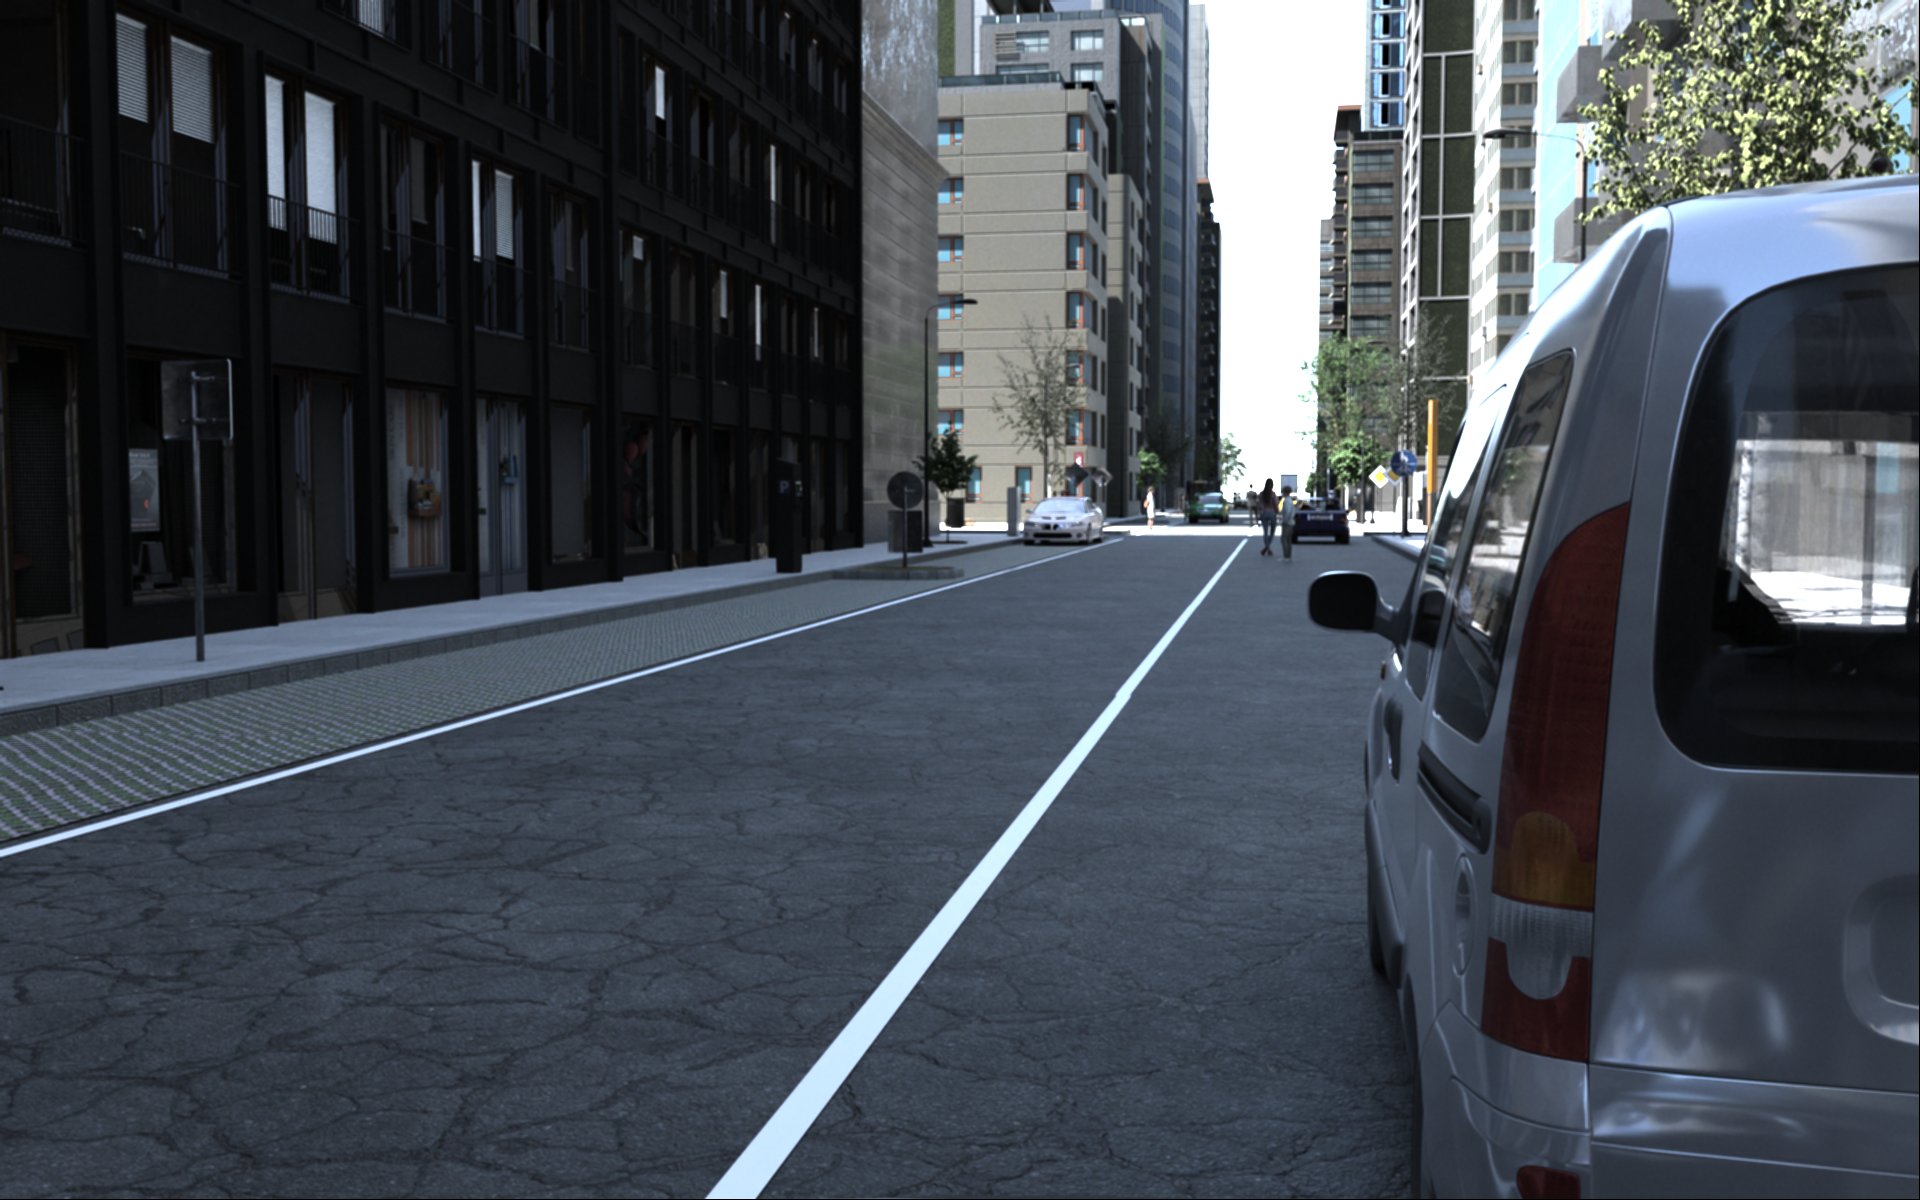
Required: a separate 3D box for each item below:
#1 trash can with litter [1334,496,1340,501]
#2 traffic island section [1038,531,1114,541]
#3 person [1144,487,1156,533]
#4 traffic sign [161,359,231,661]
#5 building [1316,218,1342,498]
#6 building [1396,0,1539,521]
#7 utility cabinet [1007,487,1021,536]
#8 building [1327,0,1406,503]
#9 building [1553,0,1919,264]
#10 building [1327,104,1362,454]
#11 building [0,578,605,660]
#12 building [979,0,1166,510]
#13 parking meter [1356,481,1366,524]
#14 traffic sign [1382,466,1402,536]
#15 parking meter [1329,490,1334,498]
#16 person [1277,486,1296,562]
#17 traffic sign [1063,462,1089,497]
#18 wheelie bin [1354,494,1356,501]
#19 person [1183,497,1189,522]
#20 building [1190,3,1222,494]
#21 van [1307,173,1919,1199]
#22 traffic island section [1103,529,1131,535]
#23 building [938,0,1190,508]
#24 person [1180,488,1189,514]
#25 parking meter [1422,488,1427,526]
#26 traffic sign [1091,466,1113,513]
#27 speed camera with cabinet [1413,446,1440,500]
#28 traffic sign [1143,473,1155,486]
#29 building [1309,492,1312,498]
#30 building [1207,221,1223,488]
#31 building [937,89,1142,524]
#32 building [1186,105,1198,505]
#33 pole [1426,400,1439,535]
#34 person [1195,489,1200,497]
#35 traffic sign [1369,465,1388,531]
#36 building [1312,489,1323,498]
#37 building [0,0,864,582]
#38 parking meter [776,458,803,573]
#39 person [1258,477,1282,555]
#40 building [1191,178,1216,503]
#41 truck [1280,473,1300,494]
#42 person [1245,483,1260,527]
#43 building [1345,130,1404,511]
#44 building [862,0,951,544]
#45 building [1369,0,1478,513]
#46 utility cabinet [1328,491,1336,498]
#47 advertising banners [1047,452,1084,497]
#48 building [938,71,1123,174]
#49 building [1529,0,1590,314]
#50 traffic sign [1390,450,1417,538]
[{"bbox_3d":[28.032,-7.129,127.942,1.055,1.170,0.624,2,4,28],"label":"trash can with litter"},{"bbox_3d":[3.600,-1.956,54.263,2.009,0.180,2.903,1,4,10],"label":"traffic island section"},{"bbox_3d":[7.092,-3.350,64.282,0.522,1.701,0.512,-1,4,-10],"label":"person"},{"bbox_3d":[-5.823,-0.678,13.217,0.606,2.300,0.079,1,4,15],"label":"traffic sign"},{"bbox_3d":[60.153,-35.065,256.901,14.154,41.232,14.086,1,4,10],"label":"building"},{"bbox_3d":[39.135,-24.136,86.512,32.217,40.220,23.993,1,4,10],"label":"building"},{"bbox_3d":[1.649,-2.720,53.155,0.318,1.500,1.173,0,4,8],"label":"utility cabinet"},{"bbox_3d":[46.171,-51.799,159.589,22.319,86.520,31.000,1,4,10],"label":"building"},{"bbox_3d":[24.386,-25.268,32.742,23.786,49.044,30.456,1,4,10],"label":"building"},{"bbox_3d":[52.142,-32.803,190.953,22.147,44.769,28.867,1,4,10],"label":"building"},{"bbox_3d":[-12.438,-11.524,18.095,12.332,23.373,15.834,1,4,10],"label":"building"},{"bbox_3d":[9.502,-28.180,144.329,14.154,41.232,14.086,1,4,10],"label":"building"},{"bbox_3d":[17.338,-4.233,74.925,0.255,1.863,0.399,-2,4,-31],"label":"parking meter"},{"bbox_3d":[13.153,-2.983,52.412,0.795,2.450,0.064,1,4,10],"label":"traffic sign"},{"bbox_3d":[25.355,-6.719,118.274,0.372,1.533,0.369,0,3,0],"label":"parking meter"},{"bbox_3d":[6.928,-1.614,36.692,0.330,1.601,0.589,2,4,34],"label":"person"},{"bbox_3d":[3.625,-3.092,54.197,0.795,2.450,0.064,1,4,10],"label":"traffic sign"},{"bbox_3d":[28.350,-7.027,122.796,0.693,1.594,0.980,0,4,-3],"label":"wheelie bin"},{"bbox_3d":[11.862,-4.743,90.297,0.590,1.304,0.306,-1,4,-14],"label":"person"},{"bbox_3d":[28.967,-50.233,259.553,20.563,71.187,20.611,1,4,10],"label":"building"},{"bbox_3d":[1.792,0.194,3.848,2.013,2.044,4.112,1,4,12],"label":"van"},{"bbox_3d":[5.060,-2.436,62.115,2.009,0.180,2.903,1,4,10],"label":"traffic island section"},{"bbox_3d":[10.490,-38.109,165.089,21.231,58.520,28.212,1,4,10],"label":"building"},{"bbox_3d":[15.345,-6.732,118.532,0.822,1.834,0.622,0,4,0],"label":"person"},{"bbox_3d":[18.736,-3.735,69.477,0.372,1.533,0.369,0,3,0],"label":"parking meter"},{"bbox_3d":[5.084,-3.572,62.048,0.795,2.450,0.064,1,4,10],"label":"traffic sign"},{"bbox_3d":[19.727,-4.724,71.576,2.038,3.252,0.660,-2,4,-24],"label":"speed camera with cabinet"},{"bbox_3d":[11.580,-6.492,106.257,0.768,2.556,0.104,1,4,19],"label":"traffic sign"},{"bbox_3d":[72.250,-35.692,275.437,32.217,40.220,23.993,1,4,10],"label":"building"},{"bbox_3d":[34.670,-38.339,276.955,14.600,45.320,14.200,1,4,10],"label":"building"},{"bbox_3d":[-5.483,-15.034,90.852,27.650,21.520,28.899,1,4,10],"label":"building"},{"bbox_3d":[19.999,-33.645,200.202,14.600,45.320,14.200,1,4,10],"label":"building"},{"bbox_3d":[10.263,-2.678,37.625,0.158,3.312,0.155,0,3,0],"label":"pole"},{"bbox_3d":[14.836,-6.023,107.538,0.480,1.755,0.524,1,4,18],"label":"person"},{"bbox_3d":[14.612,-3.463,60.263,0.795,2.450,0.064,1,4,10],"label":"traffic sign"},{"bbox_3d":[65.338,-33.299,236.322,32.217,40.220,23.993,1,4,10],"label":"building"},{"bbox_3d":[-9.802,-12.509,34.208,12.332,23.373,15.834,1,4,10],"label":"building"},{"bbox_3d":[-2.773,-1.373,28.168,0.399,1.863,0.255,2,4,27],"label":"parking meter"},{"bbox_3d":[7.242,-1.955,40.473,0.555,1.821,0.388,1,4,16],"label":"person"},{"bbox_3d":[23.226,-35.550,235.874,22.147,44.769,28.867,1,4,10],"label":"building"},{"bbox_3d":[45.834,-15.419,241.017,2.839,4.237,11.283,1,4,12],"label":"truck"},{"bbox_3d":[12.723,-4.122,75.254,0.648,1.900,0.474,1,4,12],"label":"person"},{"bbox_3d":[38.417,-22.513,139.782,14.160,30.474,14.107,1,4,10],"label":"building"},{"bbox_3d":[-13.552,-15.442,49.745,25.104,27.353,12.463,1,4,10],"label":"building"},{"bbox_3d":[39.684,-41.663,119.441,20.563,71.187,20.611,1,4,10],"label":"building"},{"bbox_3d":[28.133,-7.476,130.911,0.318,1.500,1.173,2,4,31],"label":"utility cabinet"},{"bbox_3d":[4.432,-4.708,73.163,2.074,3.025,0.090,3,5,43],"label":"advertising banners"},{"bbox_3d":[3.817,-21.469,122.723,14.160,30.474,14.107,1,4,10],"label":"building"},{"bbox_3d":[29.824,-25.355,64.666,14.200,45.320,14.600,1,4,10],"label":"building"},{"bbox_3d":[12.858,-3.066,50.228,0.768,2.556,0.104,1,4,17],"label":"traffic sign"}]
